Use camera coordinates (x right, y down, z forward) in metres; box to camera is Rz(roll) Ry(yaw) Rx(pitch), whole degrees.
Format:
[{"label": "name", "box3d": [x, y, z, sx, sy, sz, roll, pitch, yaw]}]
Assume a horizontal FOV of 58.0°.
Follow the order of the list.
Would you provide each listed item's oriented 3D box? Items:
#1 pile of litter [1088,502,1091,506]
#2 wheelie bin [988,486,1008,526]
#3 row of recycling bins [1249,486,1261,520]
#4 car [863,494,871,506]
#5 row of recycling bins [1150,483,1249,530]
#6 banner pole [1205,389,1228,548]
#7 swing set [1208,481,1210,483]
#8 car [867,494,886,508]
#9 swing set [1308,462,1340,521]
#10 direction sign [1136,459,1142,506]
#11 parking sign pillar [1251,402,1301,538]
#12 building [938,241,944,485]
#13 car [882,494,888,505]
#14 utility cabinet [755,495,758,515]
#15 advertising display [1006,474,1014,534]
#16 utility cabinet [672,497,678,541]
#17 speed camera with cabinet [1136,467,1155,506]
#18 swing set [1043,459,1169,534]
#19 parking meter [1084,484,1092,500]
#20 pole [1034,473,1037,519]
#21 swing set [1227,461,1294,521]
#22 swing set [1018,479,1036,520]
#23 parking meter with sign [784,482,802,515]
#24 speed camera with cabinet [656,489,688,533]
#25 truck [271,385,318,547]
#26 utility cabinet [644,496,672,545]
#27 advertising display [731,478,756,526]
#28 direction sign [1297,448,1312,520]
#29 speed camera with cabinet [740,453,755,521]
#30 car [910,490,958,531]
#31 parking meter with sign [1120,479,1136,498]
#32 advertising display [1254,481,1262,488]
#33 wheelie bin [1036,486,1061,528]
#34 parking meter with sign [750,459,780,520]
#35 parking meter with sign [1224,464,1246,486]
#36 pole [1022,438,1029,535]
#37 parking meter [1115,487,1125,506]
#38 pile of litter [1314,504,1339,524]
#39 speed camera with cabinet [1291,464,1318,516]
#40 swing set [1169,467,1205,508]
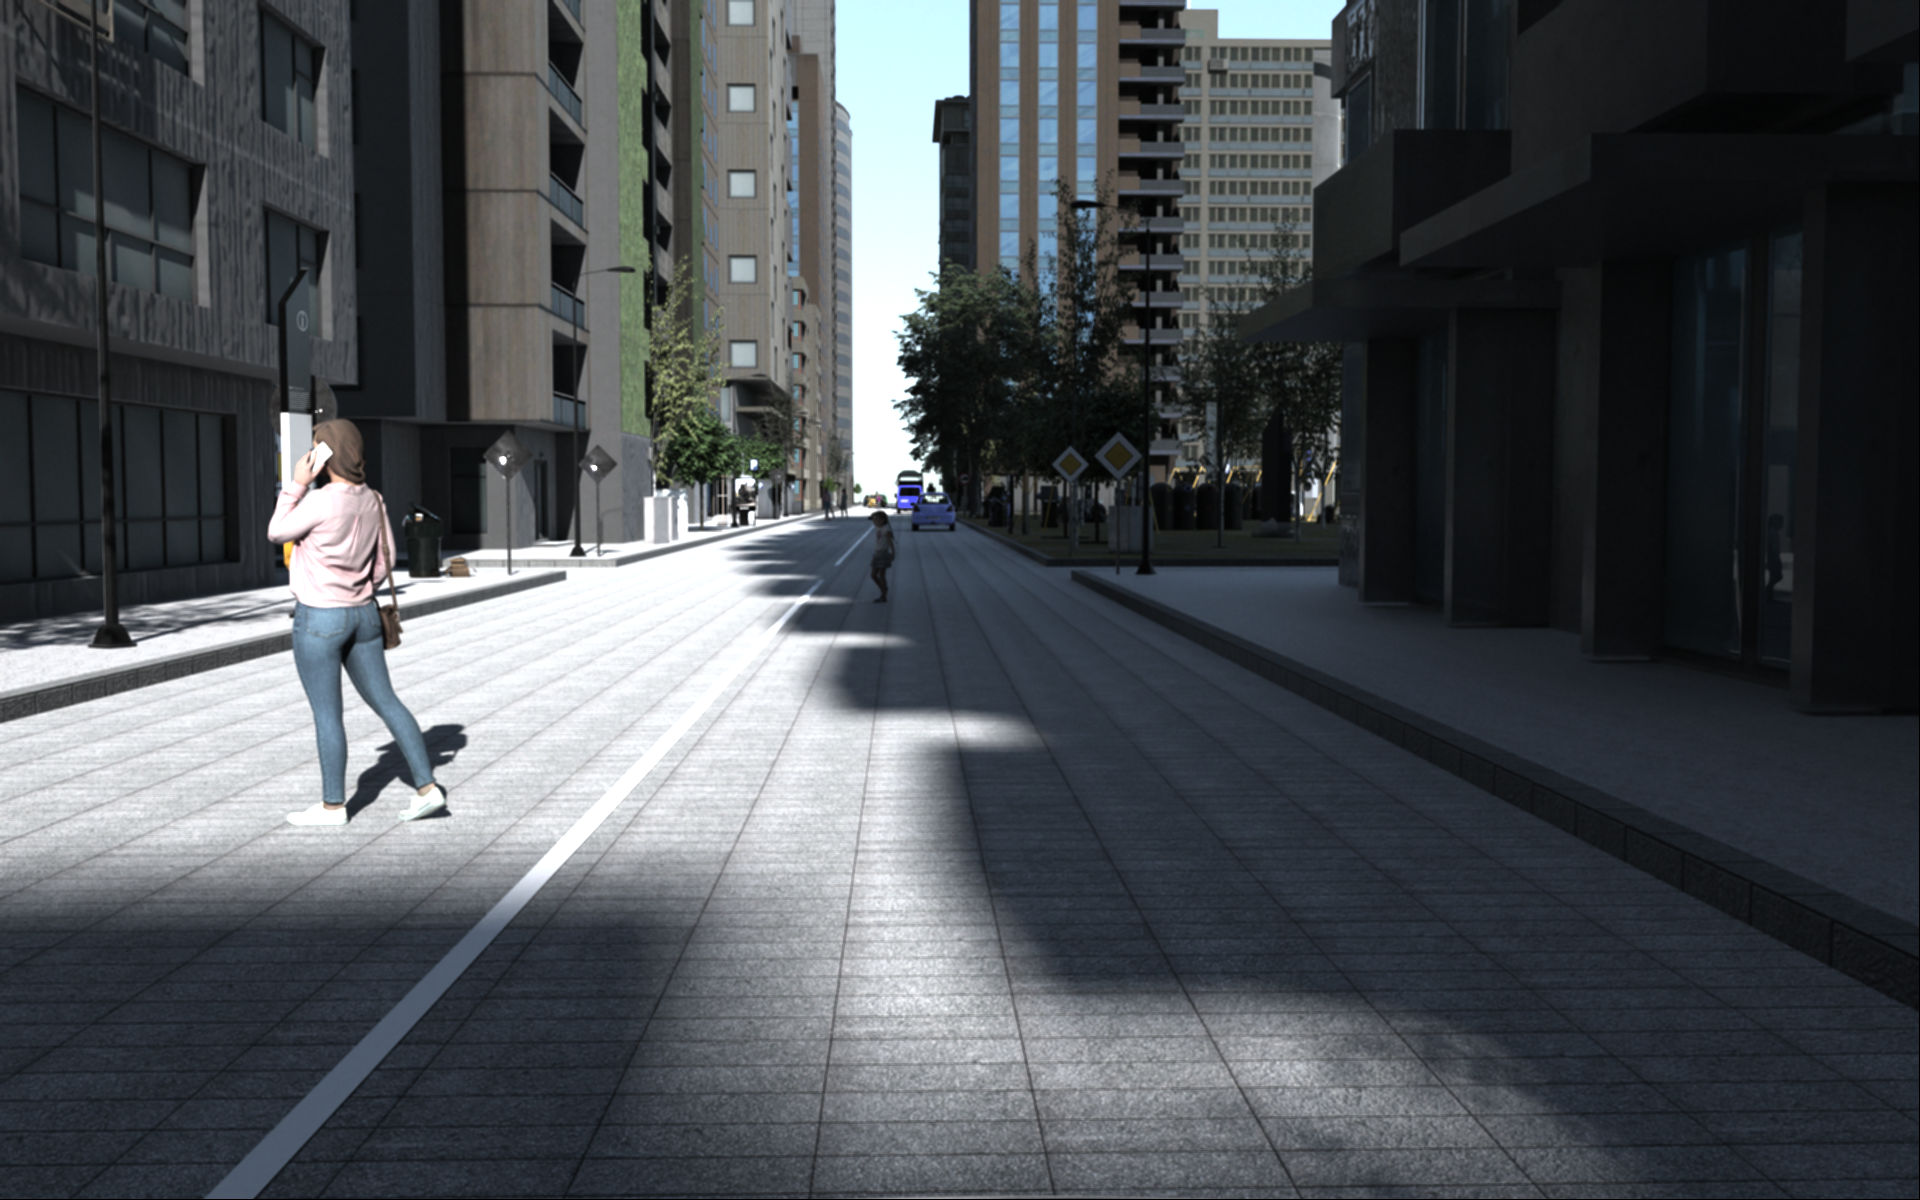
[{"label": "pile of litter", "box3d": [6.693, -4.934, 94.640, 1.176, 0.858, 1.719, 0, 4, 0]}, {"label": "wheelie bin", "box3d": [1.530, -3.747, 69.175, 0.980, 1.594, 0.693, 3, 4, 36]}, {"label": "row of recycling bins", "box3d": [13.640, -4.827, 86.042, 3.534, 1.692, 1.069, -1, 4, -9]}, {"label": "car", "box3d": [-10.802, -12.137, 210.444, 2.014, 1.417, 4.499, 0, 4, 0]}, {"label": "row of recycling bins", "box3d": [8.454, -3.377, 62.334, 3.534, 1.692, 1.069, -1, 4, -16]}, {"label": "banner pole", "box3d": [6.084, -3.139, 41.345, 0.401, 3.779, 0.863, 3, 5, 43]}, {"label": "swing set", "box3d": [16.188, -6.103, 97.400, 2.862, 2.851, 3.119, -2, 4, -26]}, {"label": "car", "box3d": [-8.766, -10.521, 182.244, 2.015, 1.641, 3.980, 0, 4, -1]}, {"label": "swing set", "box3d": [17.993, -5.067, 80.458, 2.862, 2.851, 3.119, -1, 4, -9]}, {"label": "direction sign", "box3d": [6.112, -4.137, 59.630, 0.379, 3.537, 0.876, -1, 4, -14]}, {"label": "parking sign pillar", "box3d": [9.363, -3.839, 51.245, 1.447, 3.967, 1.447, -1, 4, -12]}, {"label": "building", "box3d": [7.921, -36.746, 255.419, 22.147, 44.769, 28.867, 0, 4, -2]}, {"label": "car", "box3d": [-10.136, -12.905, 219.798, 1.959, 1.807, 4.718, 0, 4, -1]}, {"label": "utility cabinet", "box3d": [-13.050, -5.902, 107.656, 1.020, 1.237, 0.306, -2, 4, -31]}, {"label": "advertising display", "box3d": [1.616, -3.102, 55.932, 0.123, 1.923, 0.974, 0, 4, -5]}, {"label": "utility cabinet", "box3d": [-7.974, -2.234, 47.692, 0.306, 1.237, 1.020, 0, 4, 0]}, {"label": "speed camera with cabinet", "box3d": [8.862, -5.076, 77.325, 2.038, 3.252, 0.660, 3, 4, 37]}, {"label": "swing set", "box3d": [4.738, -3.635, 57.051, 3.119, 2.851, 2.862, -1, 4, -21]}, {"label": "parking meter", "box3d": [7.184, -5.580, 96.942, 0.399, 1.863, 0.255, -1, 4, -8]}, {"label": "pole", "box3d": [3.891, -5.822, 89.025, 0.158, 3.312, 0.155, 0, 3, 0]}, {"label": "swing set", "box3d": [14.472, -5.260, 83.620, 2.862, 2.851, 3.119, 0, 4, 3]}, {"label": "swing set", "box3d": [4.806, -5.423, 86.285, 2.862, 2.851, 3.119, -1, 4, -22]}, {"label": "parking meter with sign", "box3d": [-10.452, -6.674, 105.382, 1.738, 3.016, 0.543, 2, 4, 26]}, {"label": "speed camera with cabinet", "box3d": [-9.862, -3.792, 56.333, 2.038, 3.252, 0.660, -3, 5, -45]}, {"label": "truck", "box3d": [-17.519, -2.562, 30.807, 11.283, 4.237, 2.839, 0, 4, -4]}, {"label": "utility cabinet", "box3d": [-7.795, -2.036, 44.447, 0.306, 1.237, 1.020, 1, 4, 11]}, {"label": "advertising display", "box3d": [-8.664, -3.927, 69.416, 0.974, 1.923, 0.123, -1, 4, -13]}, {"label": "direction sign", "box3d": [16.788, -5.661, 84.551, 0.876, 3.537, 0.379, -2, 4, -28]}, {"label": "speed camera with cabinet", "box3d": [-10.149, -5.408, 82.751, 0.660, 3.252, 2.038, -1, 4, -10]}, {"label": "car", "box3d": [-1.029, -3.587, 68.243, 1.945, 1.707, 3.694, 0, 4, 0]}, {"label": "parking meter with sign", "box3d": [9.753, -6.320, 99.588, 0.543, 3.016, 1.738, -2, 4, -34]}, {"label": "advertising display", "box3d": [15.465, -5.087, 88.378, 0.974, 1.923, 0.123, -1, 4, -8]}, {"label": "wheelie bin", "box3d": [3.359, -3.553, 65.999, 0.980, 1.594, 0.693, 0, 4, -4]}, {"label": "parking meter with sign", "box3d": [-9.824, -5.583, 87.539, 0.543, 3.016, 1.738, 2, 4, 35]}, {"label": "parking meter with sign", "box3d": [16.144, -6.344, 99.988, 1.738, 3.016, 0.543, 2, 4, 32]}, {"label": "pole", "box3d": [2.075, -3.725, 54.747, 0.158, 3.312, 0.155, 0, 3, 0]}, {"label": "parking meter", "box3d": [5.721, -3.275, 61.957, 0.372, 1.533, 0.369, 0, 3, 0]}, {"label": "pile of litter", "box3d": [16.151, -3.730, 74.951, 1.719, 0.858, 1.176, 0, 4, -1]}, {"label": "speed camera with cabinet", "box3d": [20.062, -6.576, 101.852, 0.660, 3.252, 2.038, -3, 5, -42]}, {"label": "swing set", "box3d": [13.493, -6.423, 102.634, 2.862, 2.851, 3.119, -2, 4, -26]}]
